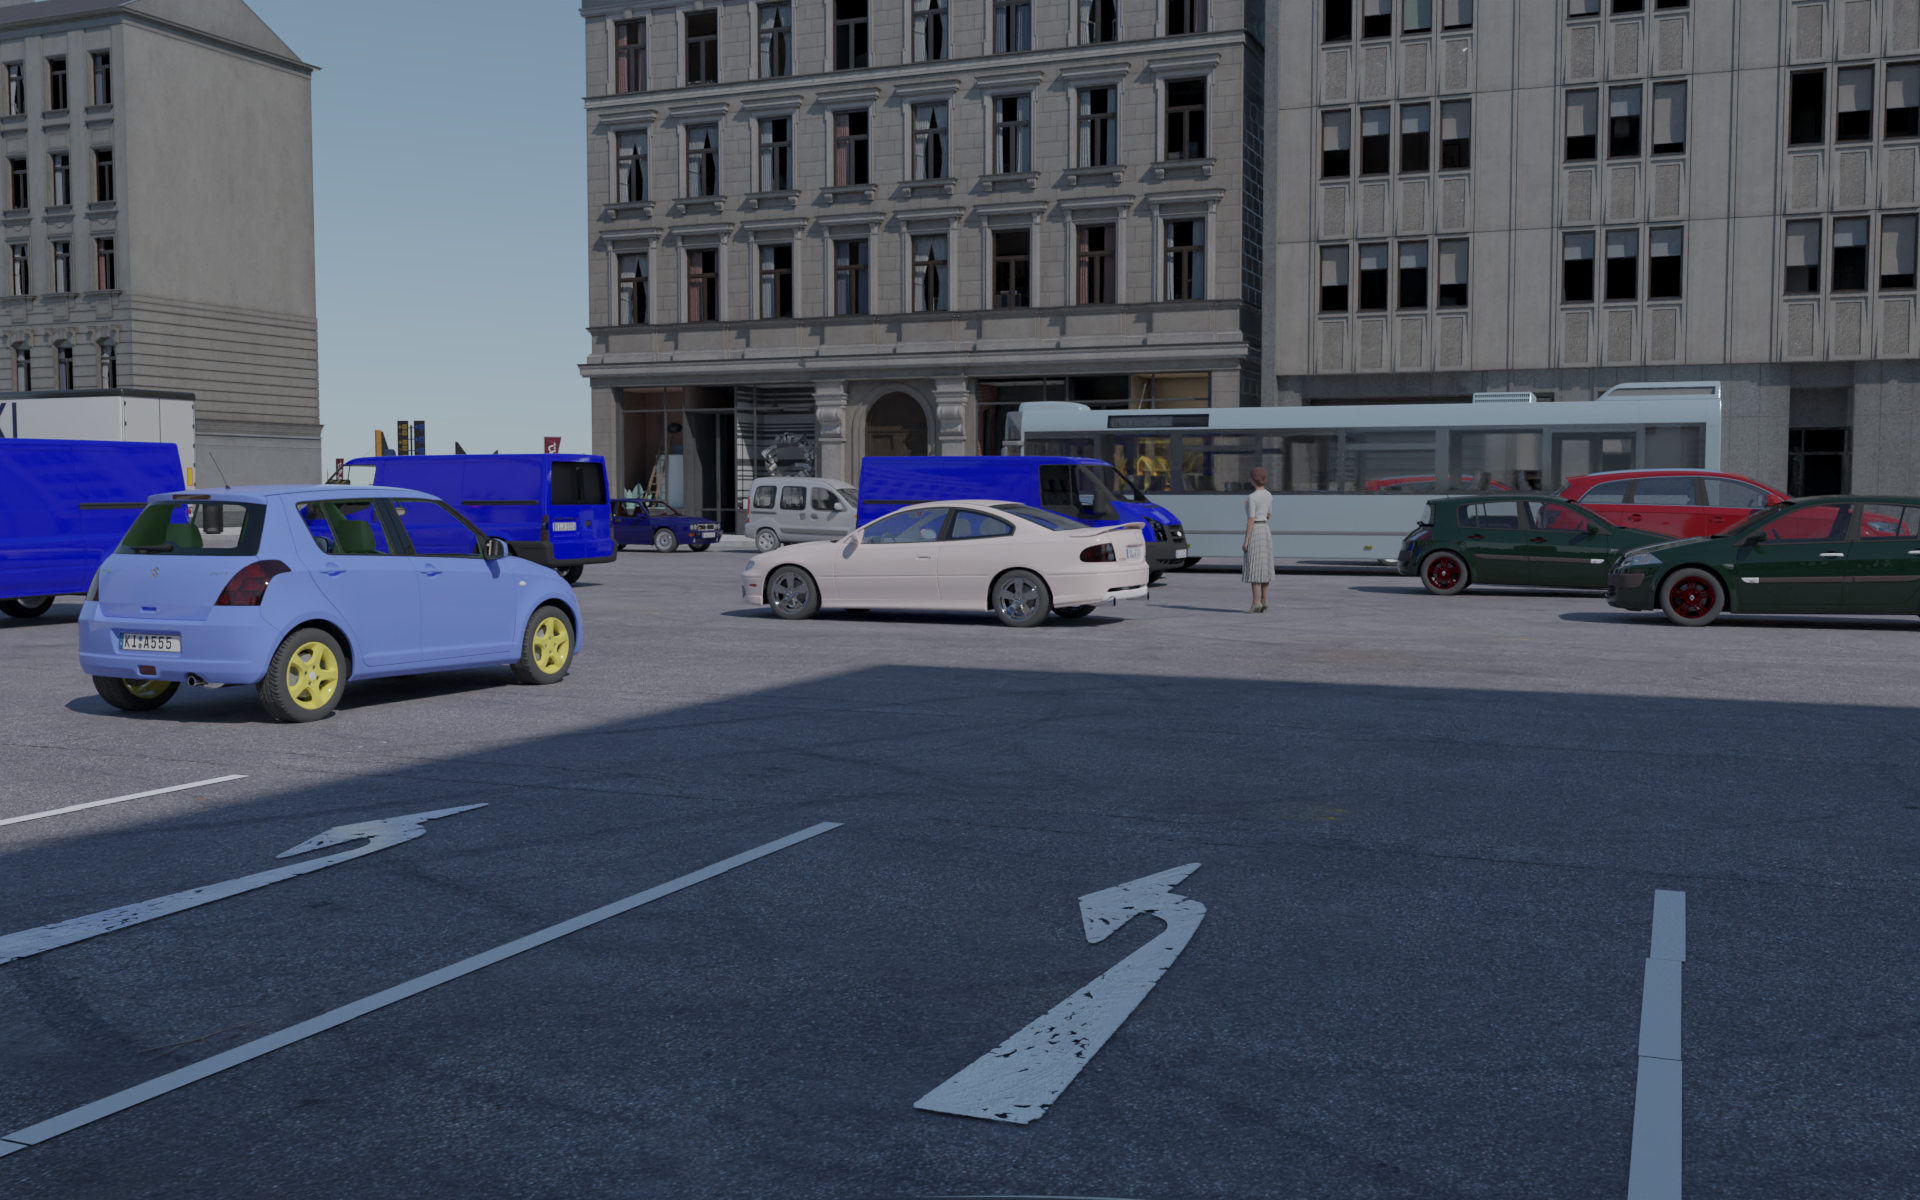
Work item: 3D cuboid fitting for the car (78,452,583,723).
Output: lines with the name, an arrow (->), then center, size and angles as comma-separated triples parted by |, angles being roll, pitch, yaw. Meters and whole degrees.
car -> -4.277, -0.168, 12.346 | 1.945, 1.707, 3.694 | 2, 4, 24

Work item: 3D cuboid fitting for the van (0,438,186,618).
van -> -10.812, -0.850, 18.278 | 2.240, 2.365, 5.245 | 2, 4, 24

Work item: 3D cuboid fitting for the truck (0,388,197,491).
truck -> -26.692, -3.682, 49.115 | 11.283, 4.237, 2.839 | 2, 4, 24

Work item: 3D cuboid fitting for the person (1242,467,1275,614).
person -> 3.524, -0.719, 20.826 | 0.524, 1.755, 0.480 | 3, 5, 44

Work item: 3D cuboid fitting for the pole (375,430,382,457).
pole -> -18.504, -3.750, 55.151 | 0.158, 3.312, 0.155 | 0, 3, 0

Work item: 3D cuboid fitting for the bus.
bus -> 6.497, -2.234, 31.390 | 13.247, 3.499, 2.948 | 1, 4, 21

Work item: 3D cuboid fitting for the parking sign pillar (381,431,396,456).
parking sign pillar -> -24.726, -5.289, 74.955 | 1.447, 3.967, 1.447 | 0, 4, -6

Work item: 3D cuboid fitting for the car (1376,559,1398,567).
car -> 10.279, -1.581, 34.522 | 5.304, 1.827, 2.281 | 1, 4, 21

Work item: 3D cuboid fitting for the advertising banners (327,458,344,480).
advertising banners -> -30.980, -5.428, 84.931 | 2.074, 3.025, 0.090 | 2, 4, 24

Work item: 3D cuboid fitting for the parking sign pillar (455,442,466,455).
parking sign pillar -> -25.586, -6.189, 89.659 | 1.447, 3.967, 1.447 | 1, 4, 14

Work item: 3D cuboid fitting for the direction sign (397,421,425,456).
direction sign -> -16.894, -3.755, 53.399 | 0.876, 3.537, 0.379 | 0, 4, 6

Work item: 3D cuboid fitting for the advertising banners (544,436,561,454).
advertising banners -> -13.119, -3.443, 52.488 | 2.074, 3.025, 0.090 | -1, 4, -15

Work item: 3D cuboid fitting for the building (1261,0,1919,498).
building -> 19.619, -14.064, 47.976 | 19.932, 24.808, 12.078 | 1, 4, 23

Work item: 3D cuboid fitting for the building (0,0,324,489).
building -> -36.134, -13.486, 69.641 | 18.267, 20.994, 9.793 | 1, 4, 23

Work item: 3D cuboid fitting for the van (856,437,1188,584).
van -> 0.992, -1.415, 27.520 | 5.245, 2.365, 2.240 | 1, 4, 23

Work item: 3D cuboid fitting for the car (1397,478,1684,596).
car -> 8.393, -0.907, 24.614 | 4.222, 1.686, 2.009 | 1, 4, 22

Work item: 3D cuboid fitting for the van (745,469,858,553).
van -> -3.095, -2.121, 41.685 | 4.112, 2.044, 2.013 | 1, 4, 22

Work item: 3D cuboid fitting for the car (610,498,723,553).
car -> -7.931, -1.877, 43.269 | 3.894, 1.354, 1.945 | 2, 4, 24

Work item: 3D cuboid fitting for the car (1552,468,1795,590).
car -> 11.381, -1.067, 26.113 | 5.304, 1.827, 2.281 | 1, 4, 21

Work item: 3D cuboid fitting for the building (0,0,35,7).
building -> -54.056, -15.944, 78.709 | 19.932, 24.808, 12.078 | 1, 4, 23

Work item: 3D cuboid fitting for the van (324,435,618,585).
van -> -8.085, -1.387, 27.070 | 5.245, 2.365, 2.240 | 1, 4, 21

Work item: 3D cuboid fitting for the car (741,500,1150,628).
car -> -0.227, -0.461, 19.894 | 4.827, 1.381, 2.083 | 2, 4, 24

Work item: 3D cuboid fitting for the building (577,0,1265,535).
building -> -8.950, -12.699, 58.535 | 40.483, 20.767, 10.553 | 1, 4, 23

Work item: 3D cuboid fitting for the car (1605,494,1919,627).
car -> 9.317, -0.561, 18.957 | 4.222, 1.686, 2.009 | 1, 4, 21

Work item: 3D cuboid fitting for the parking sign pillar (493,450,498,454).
parking sign pillar -> -28.776, -7.211, 106.366 | 1.447, 3.967, 1.447 | 2, 4, 28
